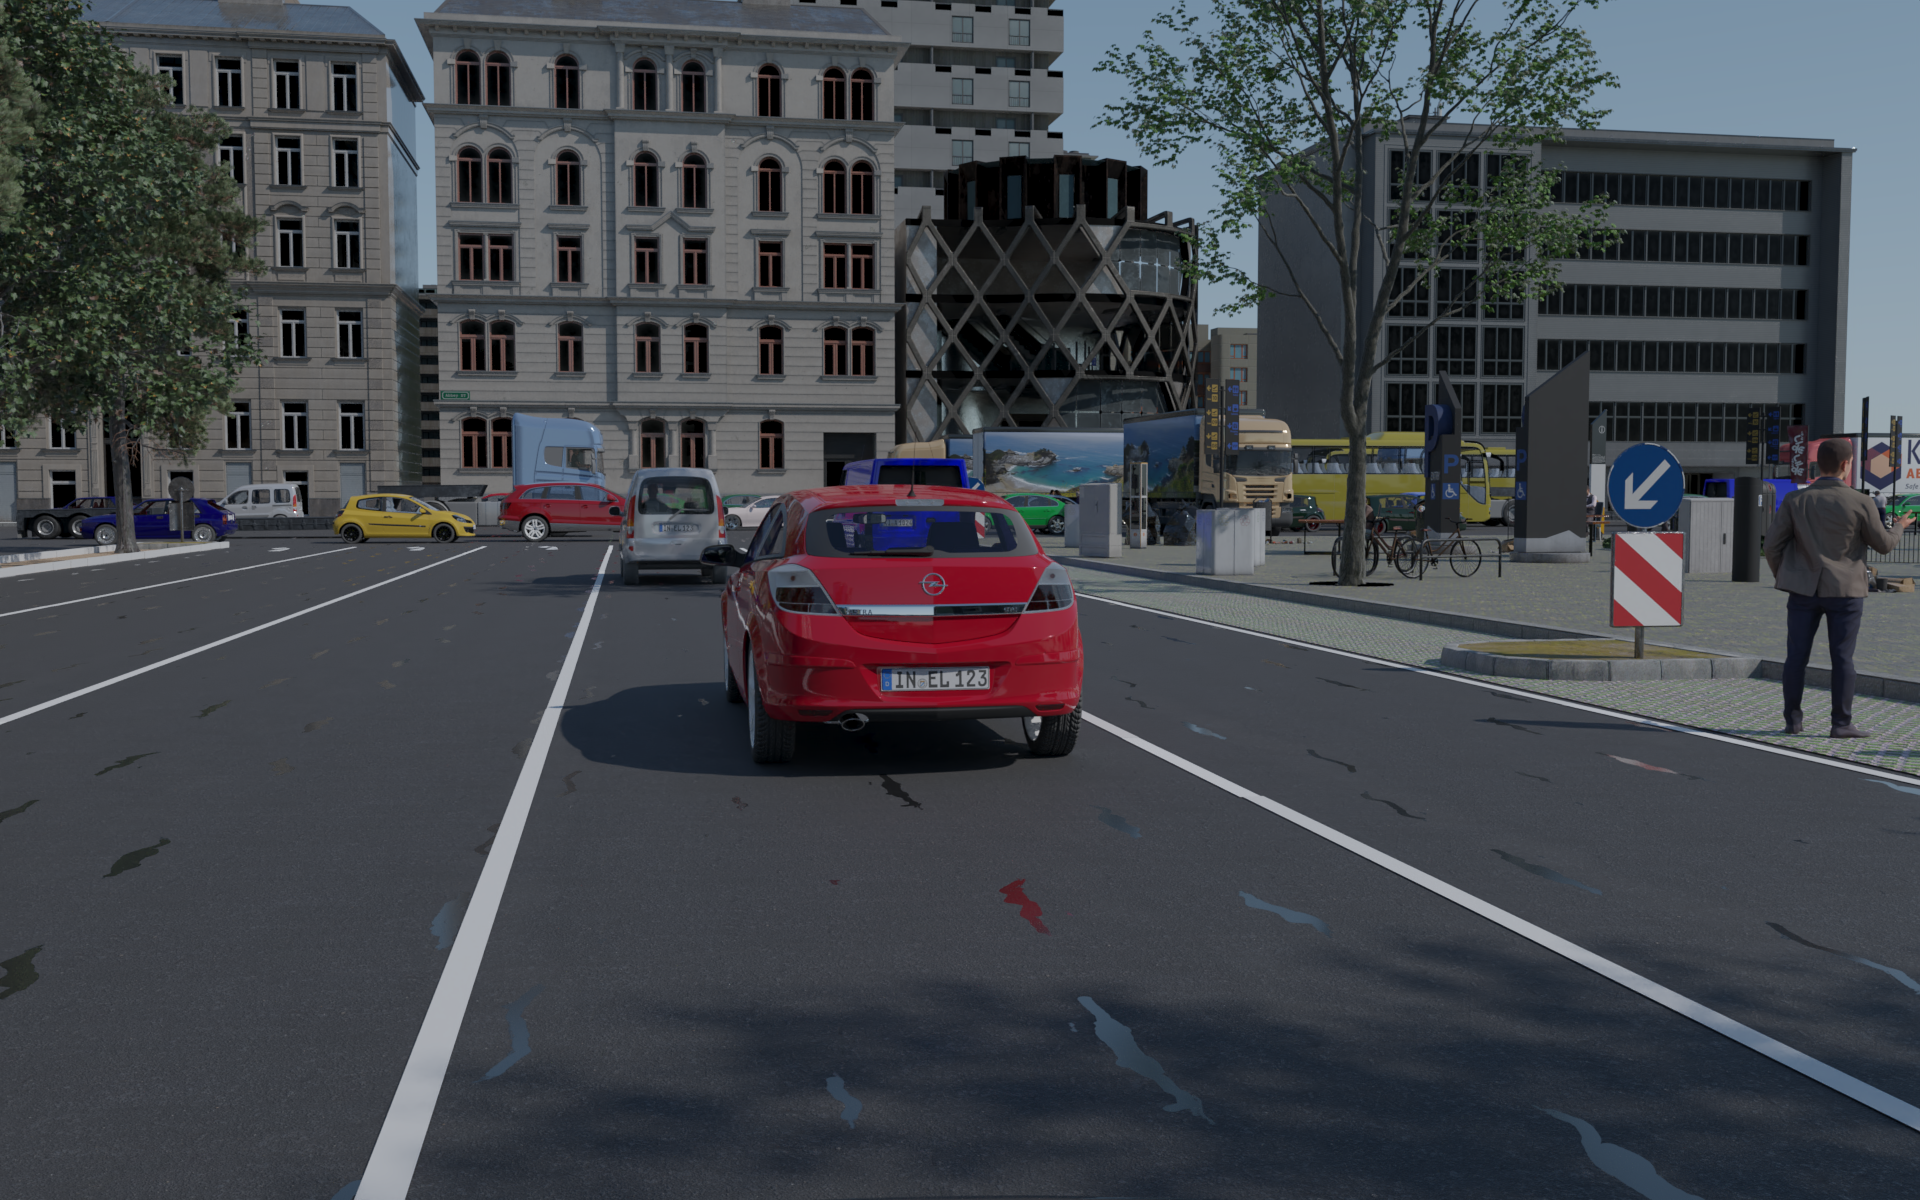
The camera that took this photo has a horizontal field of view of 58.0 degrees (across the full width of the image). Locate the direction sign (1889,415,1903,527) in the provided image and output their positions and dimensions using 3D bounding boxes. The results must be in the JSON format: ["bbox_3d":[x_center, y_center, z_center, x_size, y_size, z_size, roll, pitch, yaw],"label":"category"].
[{"bbox_3d":[27.013,-3.551,50.058,0.876,3.537,0.379,-3,5,-43],"label":"direction sign"}]

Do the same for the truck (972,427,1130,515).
[{"bbox_3d":[6.257,-5.221,74.280,11.283,4.237,2.839,-1,4,-11],"label":"truck"}]

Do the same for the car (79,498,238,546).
[{"bbox_3d":[-22.416,-2.198,48.515,3.894,1.354,1.945,-1,4,-12],"label":"car"}]

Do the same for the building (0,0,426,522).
[{"bbox_3d":[-39.765,-17.585,84.780,25.104,27.353,12.463,-1,4,-11],"label":"building"}]

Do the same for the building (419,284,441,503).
[{"bbox_3d":[-72.330,-28.785,242.327,14.107,30.474,14.160,-1,4,-11],"label":"building"}]

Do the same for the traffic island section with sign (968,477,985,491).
[{"bbox_3d":[0.020,-1.958,40.633,1.989,1.847,2.006,-1,4,-11],"label":"traffic island section with sign"}]

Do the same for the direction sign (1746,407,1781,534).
[{"bbox_3d":[20.948,-3.256,45.236,0.379,3.537,0.876,-3,4,-39],"label":"direction sign"}]

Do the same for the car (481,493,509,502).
[{"bbox_3d":[-20.720,-4.153,76.934,4.494,1.783,2.155,-1,4,-11],"label":"car"}]

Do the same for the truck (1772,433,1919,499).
[{"bbox_3d":[42.826,-5.612,80.672,11.283,4.237,2.839,-1,4,-12],"label":"truck"}]

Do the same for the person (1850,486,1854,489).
[{"bbox_3d":[34.640,-3.577,67.520,0.617,1.759,0.750,0,4,-1],"label":"person"}]

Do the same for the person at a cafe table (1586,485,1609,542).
[{"bbox_3d":[16.570,-2.322,46.473,1.622,1.524,1.698,-2,4,-33],"label":"person at a cafe table"}]

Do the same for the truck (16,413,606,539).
[{"bbox_3d":[-20.551,-4.118,57.089,18.799,4.110,2.967,-1,4,-12],"label":"truck"}]

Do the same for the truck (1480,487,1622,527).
[{"bbox_3d":[27.014,-5.355,77.313,18.799,4.110,2.967,-1,4,-12],"label":"truck"}]

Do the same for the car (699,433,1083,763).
[{"bbox_3d":[-0.521,-0.109,10.819,2.155,1.783,4.494,-1,4,-10],"label":"car"}]

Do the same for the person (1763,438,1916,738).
[{"bbox_3d":[5.227,-0.078,10.299,0.750,1.759,0.617,-3,4,-38],"label":"person"}]

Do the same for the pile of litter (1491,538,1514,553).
[{"bbox_3d":[12.414,-1.481,38.175,1.719,0.858,1.176,-1,4,-17],"label":"pile of litter"}]

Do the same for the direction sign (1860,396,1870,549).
[{"bbox_3d":[21.145,-2.969,40.537,0.379,3.537,0.876,1,4,20],"label":"direction sign"}]

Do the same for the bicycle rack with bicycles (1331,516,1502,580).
[{"bbox_3d":[6.894,-0.829,26.941,2.925,0.926,2.852,-2,4,-32],"label":"bicycle rack with bicycles"}]

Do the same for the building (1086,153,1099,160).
[{"bbox_3d":[5.872,-41.171,262.381,27.495,52.752,28.713,-1,4,-11],"label":"building"}]

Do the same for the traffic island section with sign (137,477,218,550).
[{"bbox_3d":[-20.582,-2.282,45.452,2.006,1.907,1.989,-1,4,-11],"label":"traffic island section with sign"}]

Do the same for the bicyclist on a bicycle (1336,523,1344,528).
[{"bbox_3d":[16.405,-3.799,72.136,1.625,1.676,1.499,-1,4,-11],"label":"bicyclist on a bicycle"}]

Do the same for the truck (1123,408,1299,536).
[{"bbox_3d":[8.390,-4.291,59.073,2.839,4.237,11.283,-1,4,-12],"label":"truck"}]

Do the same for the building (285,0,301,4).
[{"bbox_3d":[-62.347,-30.160,143.221,14.600,45.320,14.200,-1,4,-11],"label":"building"}]

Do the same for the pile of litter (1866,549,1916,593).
[{"bbox_3d":[12.232,-0.573,23.341,1.176,0.858,1.719,2,4,24],"label":"pile of litter"}]

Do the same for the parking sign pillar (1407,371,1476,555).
[{"bbox_3d":[10.399,-2.986,37.301,1.447,3.967,1.447,0,4,0],"label":"parking sign pillar"}]

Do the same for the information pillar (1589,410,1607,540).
[{"bbox_3d":[17.704,-3.469,48.080,0.504,3.616,0.183,-1,4,-19],"label":"information pillar"}]

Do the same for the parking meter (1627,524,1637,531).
[{"bbox_3d":[16.708,-2.106,42.842,0.372,1.533,0.369,0,3,0],"label":"parking meter"}]

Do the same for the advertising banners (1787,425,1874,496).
[{"bbox_3d":[21.735,-2.884,43.335,2.074,3.025,0.090,3,5,44],"label":"advertising banners"}]

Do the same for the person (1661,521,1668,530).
[{"bbox_3d":[22.708,-2.776,55.762,0.662,1.594,0.647,2,4,34],"label":"person"}]

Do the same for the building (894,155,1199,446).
[{"bbox_3d":[4.341,-13.965,95.775,16.811,18.784,16.820,-1,4,-11],"label":"building"}]

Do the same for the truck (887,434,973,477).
[{"bbox_3d":[1.449,-5.733,82.640,11.283,4.237,2.839,-1,4,-11],"label":"truck"}]

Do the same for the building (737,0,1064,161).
[{"bbox_3d":[-5.834,-35.166,164.208,28.713,52.752,27.495,-1,4,-11],"label":"building"}]

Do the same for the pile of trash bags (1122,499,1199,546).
[{"bbox_3d":[4.593,-2.108,44.220,3.447,1.369,1.912,2,4,32],"label":"pile of trash bags"}]

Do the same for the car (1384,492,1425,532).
[{"bbox_3d":[16.725,-3.310,63.717,1.945,1.707,3.694,-1,4,-10],"label":"car"}]

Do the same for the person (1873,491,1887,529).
[{"bbox_3d":[31.924,-3.032,60.287,0.614,1.554,0.590,1,4,9],"label":"person"}]

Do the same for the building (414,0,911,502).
[{"bbox_3d":[-15.247,-18.536,90.459,23.554,28.519,14.401,-1,4,-11],"label":"building"}]

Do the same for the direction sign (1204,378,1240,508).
[{"bbox_3d":[5.157,-2.578,34.145,0.876,3.537,0.379,-2,4,-33],"label":"direction sign"}]

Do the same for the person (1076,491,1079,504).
[{"bbox_3d":[4.656,-3.425,66.700,0.471,1.553,0.569,1,4,14],"label":"person"}]

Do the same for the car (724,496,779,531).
[{"bbox_3d":[-7.683,-3.463,68.986,4.827,1.381,2.083,-1,4,-12],"label":"car"}]

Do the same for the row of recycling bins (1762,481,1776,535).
[{"bbox_3d":[23.894,-2.748,52.046,1.069,1.692,3.534,2,4,29],"label":"row of recycling bins"}]

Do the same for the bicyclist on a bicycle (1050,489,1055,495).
[{"bbox_3d":[3.647,-3.554,68.127,1.499,1.676,1.625,-1,4,-11],"label":"bicyclist on a bicycle"}]

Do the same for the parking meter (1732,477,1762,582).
[{"bbox_3d":[11.500,-1.034,25.309,0.372,1.533,0.369,0,3,0],"label":"parking meter"}]

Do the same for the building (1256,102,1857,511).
[{"bbox_3d":[33.748,-17.154,99.534,30.058,24.678,14.314,-1,4,-11],"label":"building"}]

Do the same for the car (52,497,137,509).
[{"bbox_3d":[-34.397,-3.412,68.370,3.894,1.354,1.945,-1,4,-10],"label":"car"}]

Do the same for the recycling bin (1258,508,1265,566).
[{"bbox_3d":[5.020,-1.126,30.962,0.722,1.027,0.722,2,4,25],"label":"recycling bin"}]

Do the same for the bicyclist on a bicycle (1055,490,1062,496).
[{"bbox_3d":[3.890,-3.688,70.322,1.625,1.676,1.499,-1,4,-10],"label":"bicyclist on a bicycle"}]

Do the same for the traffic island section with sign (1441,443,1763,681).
[{"bbox_3d":[5.064,-0.338,14.153,1.989,1.847,2.006,-1,4,-11],"label":"traffic island section with sign"}]

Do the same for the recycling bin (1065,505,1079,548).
[{"bbox_3d":[2.932,-1.781,41.681,0.722,1.027,0.722,1,4,15],"label":"recycling bin"}]

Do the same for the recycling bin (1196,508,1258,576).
[{"bbox_3d":[4.220,-0.920,27.594,0.722,1.027,0.722,-1,4,-14],"label":"recycling bin"}]

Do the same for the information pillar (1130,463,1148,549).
[{"bbox_3d":[4.183,-2.207,40.580,0.304,2.012,0.304,3,4,36],"label":"information pillar"}]

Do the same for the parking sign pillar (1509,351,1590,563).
[{"bbox_3d":[11.140,-2.700,32.621,1.447,3.967,1.447,-1,4,-16],"label":"parking sign pillar"}]

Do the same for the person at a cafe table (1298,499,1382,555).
[{"bbox_3d":[8.093,-1.593,36.906,1.726,1.238,1.698,1,4,11],"label":"person at a cafe table"}]

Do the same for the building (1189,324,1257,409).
[{"bbox_3d":[20.059,-21.713,200.040,28.899,21.520,27.650,-1,4,-11],"label":"building"}]
